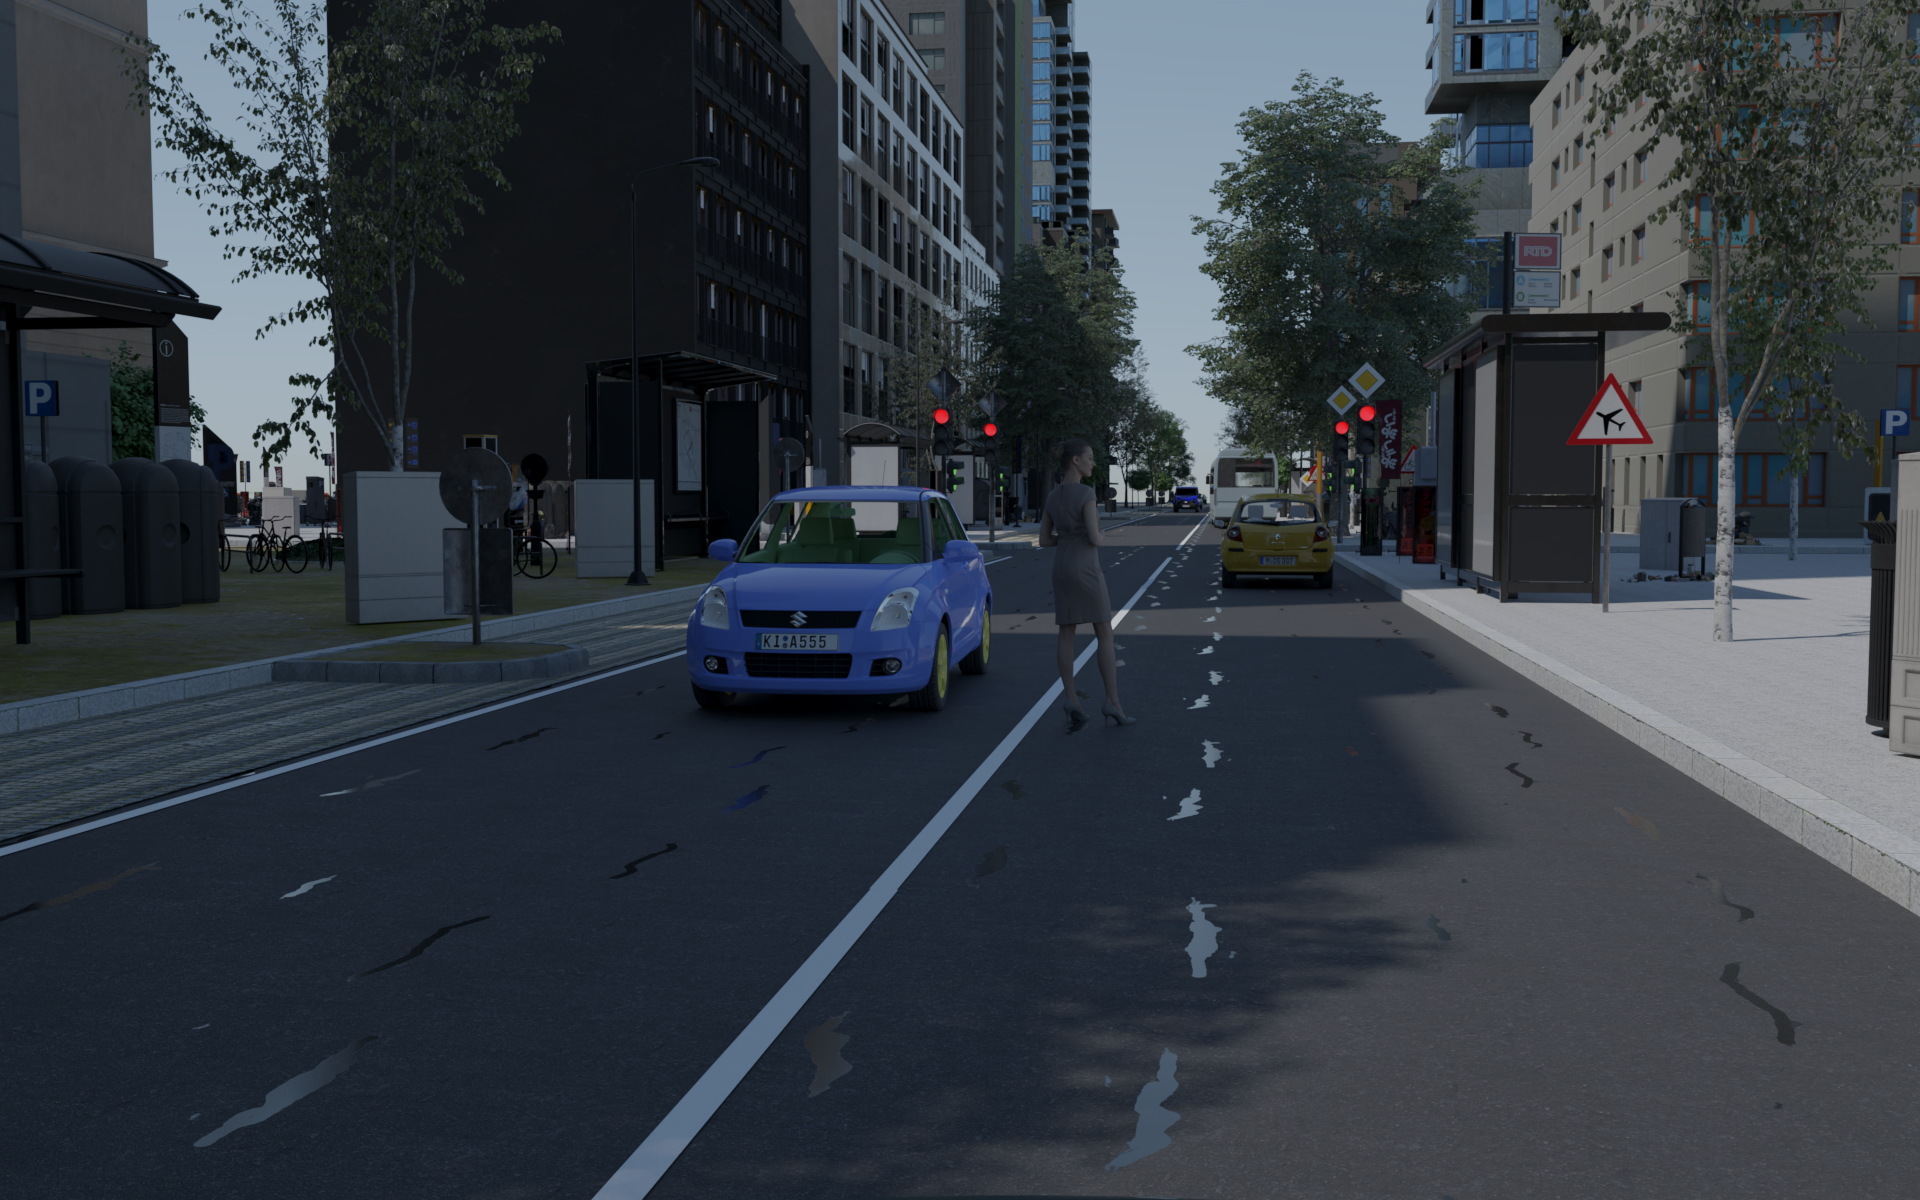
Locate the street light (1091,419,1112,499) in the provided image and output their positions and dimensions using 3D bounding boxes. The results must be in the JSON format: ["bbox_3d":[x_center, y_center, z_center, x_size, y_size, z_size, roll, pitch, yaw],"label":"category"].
[{"bbox_3d":[8.462,-8.141,105.649,1.470,5.913,1.316,1,4,9],"label":"street light"}]

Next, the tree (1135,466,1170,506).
[{"bbox_3d":[19.598,-12.593,189.608,4.285,4.588,4.351,0,3,0],"label":"tree"}]

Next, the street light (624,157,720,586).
[{"bbox_3d":[-4.002,-3.154,24.114,1.470,5.913,1.316,1,4,9],"label":"street light"}]

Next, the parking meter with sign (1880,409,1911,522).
[{"bbox_3d":[18.980,-2.355,34.770,0.543,3.016,1.738,1,4,13],"label":"parking meter with sign"}]

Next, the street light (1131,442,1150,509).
[{"bbox_3d":[15.730,-10.995,152.307,1.470,5.913,1.316,1,4,9],"label":"street light"}]

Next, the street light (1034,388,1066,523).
[{"bbox_3d":[3.934,-6.325,75.952,1.470,5.913,1.316,1,4,9],"label":"street light"}]

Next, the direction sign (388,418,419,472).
[{"bbox_3d":[-16.630,-3.658,51.799,0.876,3.537,0.379,0,4,-6],"label":"direction sign"}]

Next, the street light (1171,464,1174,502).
[{"bbox_3d":[28.199,-15.980,233.807,1.470,5.913,1.316,1,4,9],"label":"street light"}]

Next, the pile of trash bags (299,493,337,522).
[{"bbox_3d":[-28.578,-4.273,79.623,3.447,1.369,1.912,-3,5,-44],"label":"pile of trash bags"}]

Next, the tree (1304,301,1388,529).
[{"bbox_3d":[14.111,-6.898,63.137,4.360,8.622,3.978,0,3,0],"label":"tree"}]

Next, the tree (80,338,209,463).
[{"bbox_3d":[-17.630,-3.233,36.576,4.285,4.588,4.351,0,3,0],"label":"tree"}]

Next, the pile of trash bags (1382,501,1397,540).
[{"bbox_3d":[12.658,-2.375,48.582,1.912,1.369,3.447,0,4,-5],"label":"pile of trash bags"}]

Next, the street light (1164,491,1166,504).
[{"bbox_3d":[23.544,-14.164,204.130,1.470,5.913,1.316,1,4,9],"label":"street light"}]

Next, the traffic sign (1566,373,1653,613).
[{"bbox_3d":[6.989,-1.142,18.680,0.884,2.594,0.081,1,4,13],"label":"traffic sign"}]

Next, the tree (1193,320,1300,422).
[{"bbox_3d":[30.675,-19.956,182.164,12.611,20.169,13.585,0,3,0],"label":"tree"}]

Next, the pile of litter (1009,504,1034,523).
[{"bbox_3d":[2.866,-3.953,78.593,1.719,0.858,1.176,-3,5,-43],"label":"pile of litter"}]

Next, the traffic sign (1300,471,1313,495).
[{"bbox_3d":[17.391,-5.231,86.715,0.795,2.450,0.064,1,4,11],"label":"traffic sign"}]

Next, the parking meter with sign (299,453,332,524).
[{"bbox_3d":[-27.704,-4.782,74.453,1.738,3.016,0.543,2,4,24],"label":"parking meter with sign"}]

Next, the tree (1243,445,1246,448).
[{"bbox_3d":[39.062,-18.776,225.107,7.486,12.596,7.792,0,3,0],"label":"tree"}]

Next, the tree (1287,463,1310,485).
[{"bbox_3d":[20.704,-6.806,105.884,1.663,3.219,1.824,0,3,0],"label":"tree"}]

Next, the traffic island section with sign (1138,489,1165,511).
[{"bbox_3d":[15.830,-8.286,144.110,1.989,1.847,2.006,1,4,9],"label":"traffic island section with sign"}]

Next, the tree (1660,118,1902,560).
[{"bbox_3d":[15.898,-5.074,33.318,4.737,8.622,4.395,0,3,0],"label":"tree"}]

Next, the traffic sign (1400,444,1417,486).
[{"bbox_3d":[11.850,-2.770,45.285,0.884,2.594,0.081,1,4,17],"label":"traffic sign"}]

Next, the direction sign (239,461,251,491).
[{"bbox_3d":[-48.552,-7.687,117.679,0.379,3.537,0.876,2,4,25],"label":"direction sign"}]

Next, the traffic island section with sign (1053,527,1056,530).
[{"bbox_3d":[4.267,-3.673,68.688,1.989,1.847,2.006,1,4,9],"label":"traffic island section with sign"}]

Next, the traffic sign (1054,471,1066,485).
[{"bbox_3d":[5.528,-5.781,94.630,0.768,2.556,0.104,1,4,12],"label":"traffic sign"}]

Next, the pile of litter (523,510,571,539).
[{"bbox_3d":[-12.015,-2.182,49.634,1.719,0.858,1.176,1,4,22],"label":"pile of litter"}]

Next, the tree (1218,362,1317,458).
[{"bbox_3d":[27.126,-14.646,149.834,12.009,13.543,11.850,0,3,0],"label":"tree"}]

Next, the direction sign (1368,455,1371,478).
[{"bbox_3d":[20.069,-5.715,85.434,0.379,3.537,0.876,0,4,-8],"label":"direction sign"}]

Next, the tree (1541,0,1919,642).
[{"bbox_3d":[6.797,-3.931,14.640,4.360,8.622,3.978,0,3,0],"label":"tree"}]

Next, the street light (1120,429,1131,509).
[{"bbox_3d":[11.048,-9.137,121.926,1.470,5.913,1.316,1,4,9],"label":"street light"}]

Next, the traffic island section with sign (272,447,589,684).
[{"bbox_3d":[-4.119,-0.327,13.973,1.989,1.847,2.006,1,4,9],"label":"traffic island section with sign"}]

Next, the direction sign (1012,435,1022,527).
[{"bbox_3d":[2.193,-4.565,66.640,0.379,3.537,0.876,-1,4,-20],"label":"direction sign"}]

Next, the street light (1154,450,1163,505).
[{"bbox_3d":[20.296,-12.811,181.998,1.470,5.913,1.316,1,4,9],"label":"street light"}]

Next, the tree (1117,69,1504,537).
[{"bbox_3d":[11.426,-8.886,51.948,9.857,13.997,8.962,0,3,0],"label":"tree"}]

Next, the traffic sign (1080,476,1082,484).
[{"bbox_3d":[6.204,-5.520,92.383,0.606,2.300,0.079,1,4,18],"label":"traffic sign"}]

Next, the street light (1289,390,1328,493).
[{"bbox_3d":[12.031,-5.316,59.462,1.470,5.913,1.316,1,4,9],"label":"street light"}]

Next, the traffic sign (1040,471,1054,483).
[{"bbox_3d":[4.566,-5.550,90.851,0.768,2.556,0.104,1,4,18],"label":"traffic sign"}]

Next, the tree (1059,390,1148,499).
[{"bbox_3d":[11.313,-12.405,137.238,7.601,10.594,8.767,-1,4,-22],"label":"tree"}]

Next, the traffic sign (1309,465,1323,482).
[{"bbox_3d":[15.455,-4.562,74.702,0.768,2.556,0.104,1,4,17],"label":"traffic sign"}]

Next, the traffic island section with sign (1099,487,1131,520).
[{"bbox_3d":[8.393,-5.318,95.569,1.989,1.847,2.006,1,4,9],"label":"traffic island section with sign"}]

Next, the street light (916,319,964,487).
[{"bbox_3d":[-0.591,-4.509,46.255,1.470,5.913,1.316,1,4,9],"label":"street light"}]

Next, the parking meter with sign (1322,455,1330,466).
[{"bbox_3d":[16.891,-4.968,77.481,0.543,3.016,1.738,-2,4,-33],"label":"parking meter with sign"}]

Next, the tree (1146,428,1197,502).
[{"bbox_3d":[33.422,-21.962,276.082,9.611,12.733,9.660,0,3,0],"label":"tree"}]

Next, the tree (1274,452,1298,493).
[{"bbox_3d":[25.582,-9.462,138.418,4.285,4.588,4.351,0,3,0],"label":"tree"}]

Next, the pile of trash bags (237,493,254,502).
[{"bbox_3d":[-46.861,-6.510,116.188,3.447,1.369,1.912,-2,4,-31],"label":"pile of trash bags"}]

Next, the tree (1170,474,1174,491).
[{"bbox_3d":[25.267,-14.463,220.185,4.285,4.588,4.351,0,3,0],"label":"tree"}]

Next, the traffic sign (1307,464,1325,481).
[{"bbox_3d":[14.699,-4.354,71.197,0.884,2.594,0.081,1,4,13],"label":"traffic sign"}]

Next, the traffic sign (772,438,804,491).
[{"bbox_3d":[-3.899,-2.391,39.201,0.768,2.556,0.104,1,4,16],"label":"traffic sign"}]

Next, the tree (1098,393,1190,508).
[{"bbox_3d":[15.528,-14.523,163.208,9.928,11.665,9.643,0,3,0],"label":"tree"}]

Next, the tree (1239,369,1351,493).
[{"bbox_3d":[21.554,-10.828,111.451,7.601,10.594,8.767,0,4,5],"label":"tree"}]

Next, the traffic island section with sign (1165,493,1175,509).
[{"bbox_3d":[19.943,-9.923,170.864,1.989,1.847,2.006,1,4,9],"label":"traffic island section with sign"}]

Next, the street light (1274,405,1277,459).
[{"bbox_3d":[16.478,-7.134,89.189,1.470,5.913,1.316,1,4,9],"label":"street light"}]

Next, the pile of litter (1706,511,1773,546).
[{"bbox_3d":[19.595,-1.817,43.668,1.176,0.858,1.719,-1,4,-20],"label":"pile of litter"}]
